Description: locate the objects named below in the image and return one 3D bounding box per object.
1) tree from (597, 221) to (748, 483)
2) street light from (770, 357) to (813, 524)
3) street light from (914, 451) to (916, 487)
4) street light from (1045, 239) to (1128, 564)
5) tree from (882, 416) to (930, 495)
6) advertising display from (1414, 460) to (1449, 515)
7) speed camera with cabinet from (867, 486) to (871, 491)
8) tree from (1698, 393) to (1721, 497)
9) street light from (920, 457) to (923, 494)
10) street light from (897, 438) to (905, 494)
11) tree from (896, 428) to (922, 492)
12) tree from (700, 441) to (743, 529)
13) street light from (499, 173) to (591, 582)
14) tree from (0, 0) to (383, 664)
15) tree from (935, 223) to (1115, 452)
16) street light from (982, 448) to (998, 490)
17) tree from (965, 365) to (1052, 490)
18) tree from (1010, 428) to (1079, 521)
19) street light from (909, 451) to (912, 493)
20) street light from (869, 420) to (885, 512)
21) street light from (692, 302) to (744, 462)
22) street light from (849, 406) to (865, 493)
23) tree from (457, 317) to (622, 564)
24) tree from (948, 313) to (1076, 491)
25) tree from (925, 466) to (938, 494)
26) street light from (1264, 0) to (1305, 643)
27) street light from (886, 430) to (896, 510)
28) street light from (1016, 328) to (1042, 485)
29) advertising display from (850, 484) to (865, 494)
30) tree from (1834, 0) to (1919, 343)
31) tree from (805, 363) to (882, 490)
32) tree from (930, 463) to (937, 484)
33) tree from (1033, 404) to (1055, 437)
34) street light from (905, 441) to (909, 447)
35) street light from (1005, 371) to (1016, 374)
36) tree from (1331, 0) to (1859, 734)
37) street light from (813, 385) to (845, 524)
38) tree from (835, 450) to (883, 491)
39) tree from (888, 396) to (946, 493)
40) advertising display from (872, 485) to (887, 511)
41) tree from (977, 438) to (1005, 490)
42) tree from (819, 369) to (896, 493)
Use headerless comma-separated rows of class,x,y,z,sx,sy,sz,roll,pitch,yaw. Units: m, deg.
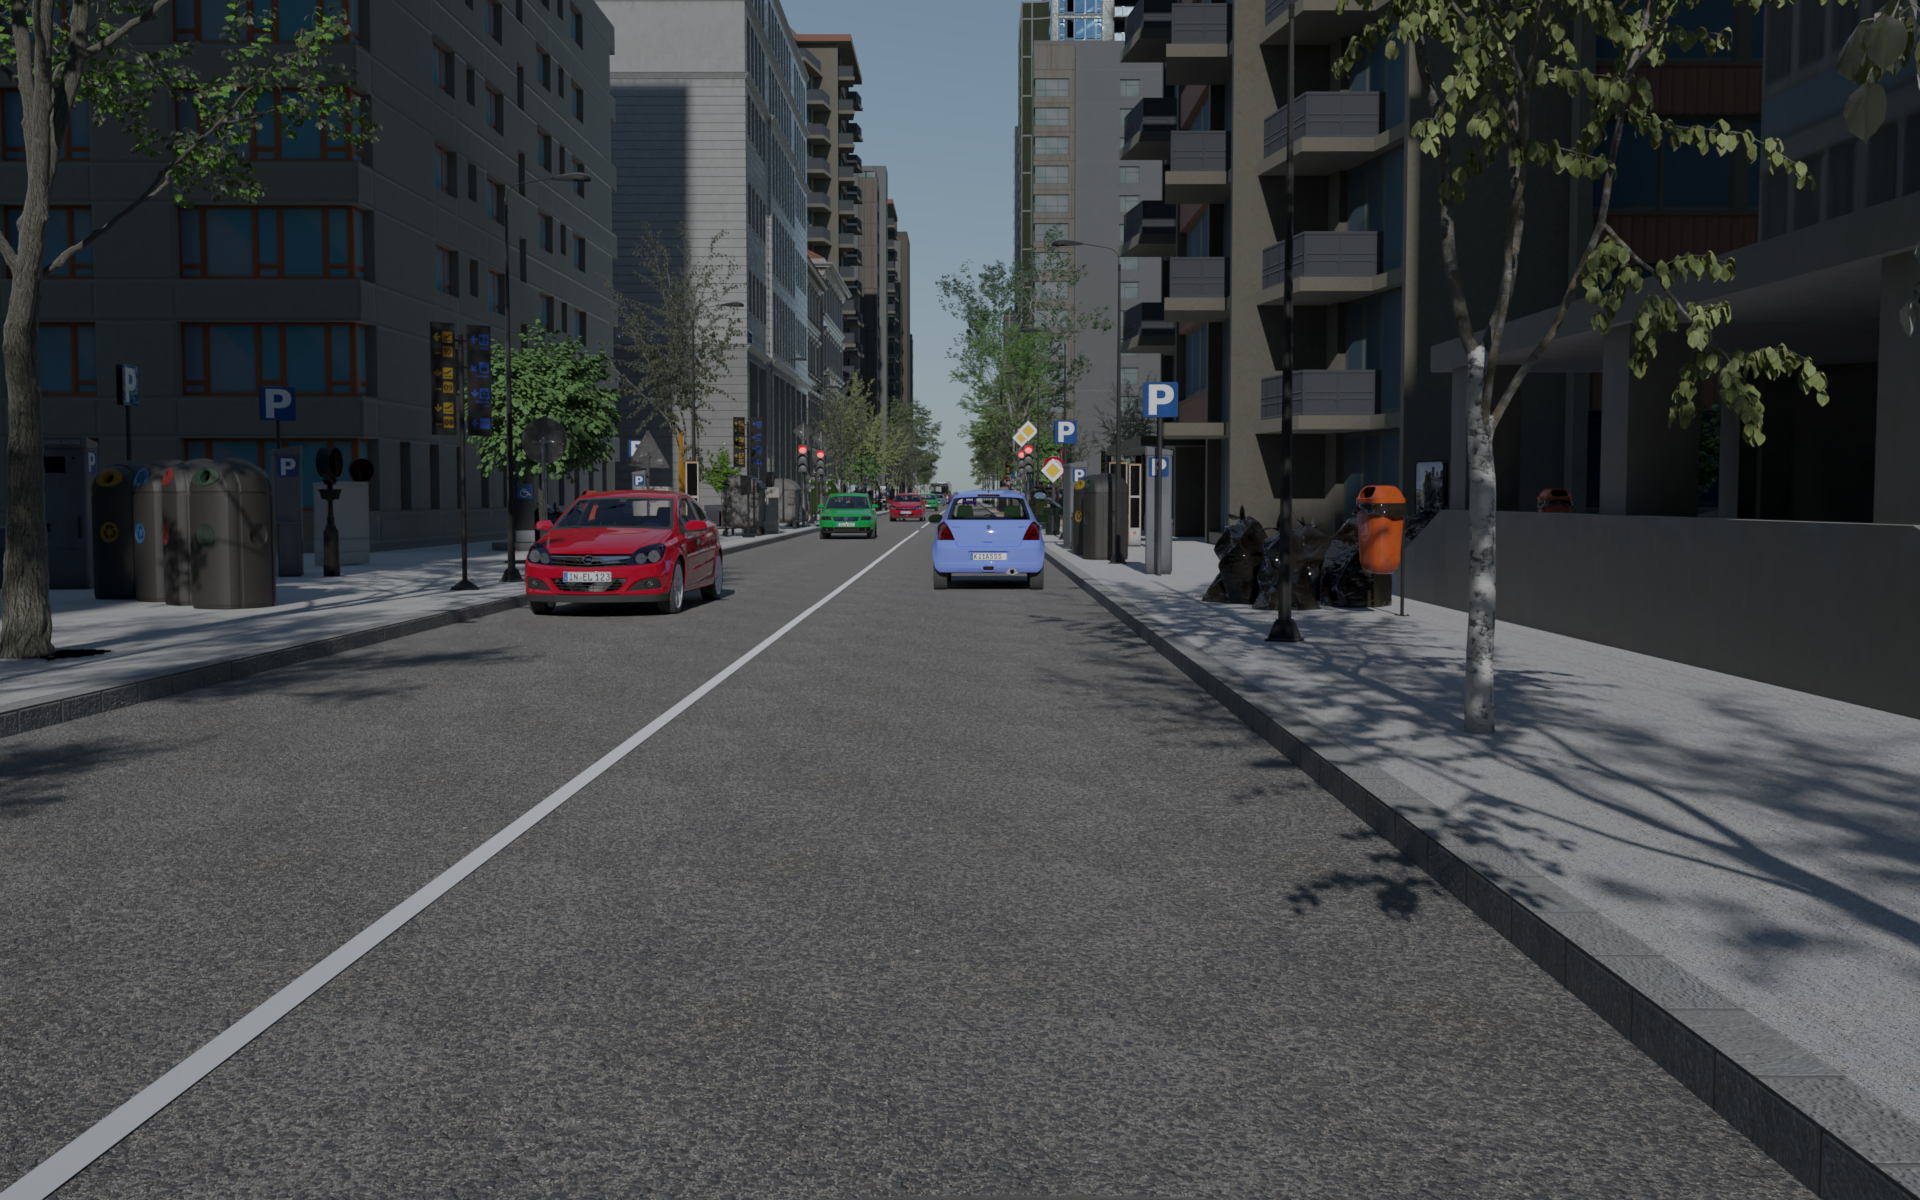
tree,-7.420,-5.850,46.006,4.360,8.622,3.978,0,3,0
street light,-5.888,-5.283,58.912,1.470,5.913,1.316,0,4,0
street light,-5.372,-12.991,184.951,1.470,5.913,1.316,0,4,0
street light,2.368,-3.621,31.749,1.470,5.913,1.316,0,4,0
tree,-5.963,-13.039,163.554,4.360,8.622,3.978,0,3,0
advertising display,8.945,-1.693,32.895,0.123,1.923,0.974,-1,4,-18
speed camera with cabinet,-7.419,-9.100,143.121,0.660,3.252,2.038,1,4,18
tree,11.919,-2.067,28.405,1.663,3.219,1.824,0,3,0
street light,-5.318,-14.018,201.734,1.470,5.913,1.316,0,4,0
street light,-5.505,-10.383,142.309,1.470,5.913,1.316,0,4,0
tree,-6.267,-11.512,138.581,4.737,8.622,4.395,0,3,0
tree,-8.610,-4.203,63.322,1.663,3.219,1.824,0,3,0
street light,-6.028,-3.221,25.201,1.470,5.913,1.316,0,4,0
tree,-7.189,-5.353,13.283,9.928,11.665,9.643,0,3,0
tree,4.459,-16.272,121.934,12.611,20.169,13.585,0,3,0
street light,2.886,-12.337,174.254,1.470,5.913,1.316,0,4,0
tree,4.309,-14.195,150.221,7.486,12.596,7.792,0,3,0
tree,4.224,-6.109,83.603,4.285,4.588,4.351,0,3,0
street light,-5.511,-11.965,168.168,1.470,5.913,1.316,0,4,0
street light,-5.648,-8.324,108.631,1.470,5.913,1.316,0,4,0
street light,-5.913,-4.247,41.984,1.470,5.913,1.316,0,4,0
street light,-5.767,-7.297,91.848,1.470,5.913,1.316,0,4,0
tree,-7.817,-2.983,32.491,4.285,4.588,4.351,0,3,0
tree,3.154,-10.644,99.782,9.928,11.665,9.643,0,3,0
tree,-5.803,-21.264,298.026,4.737,8.622,4.395,0,3,0
street light,2.294,-2.595,14.966,1.470,5.913,1.316,0,4,0
street light,-5.557,-9.350,125.414,1.470,5.913,1.316,0,4,0
street light,2.396,-4.649,48.545,1.470,5.913,1.316,0,4,0
advertising display,-6.548,-6.438,110.477,0.974,1.923,0.123,0,4,5
tree,2.710,-3.180,2.358,4.360,8.622,3.978,0,3,0
tree,-6.683,-8.964,96.918,4.360,8.622,3.978,0,3,0
tree,-5.746,-14.789,192.166,4.360,8.622,3.978,0,3,0
tree,7.424,-11.317,135.389,4.360,8.622,3.978,0,3,0
street light,-5.434,-10.938,151.384,1.470,5.913,1.316,0,4,0
street light,2.418,-5.692,65.604,1.470,5.913,1.316,0,4,0
tree,2.788,-3.576,8.833,4.737,8.622,4.395,0,3,0
street light,-5.830,-6.216,74.180,1.470,5.913,1.316,0,4,0
tree,-7.062,-8.401,121.062,4.285,4.588,4.351,0,3,0
tree,-6.907,-19.455,224.744,9.857,13.997,8.962,0,3,0
advertising display,-6.047,-7.693,130.991,0.974,1.923,0.123,0,4,6
tree,3.661,-15.250,199.703,4.360,8.622,3.978,0,3,0
tree,-6.667,-9.312,102.620,4.737,8.622,4.395,0,3,0
